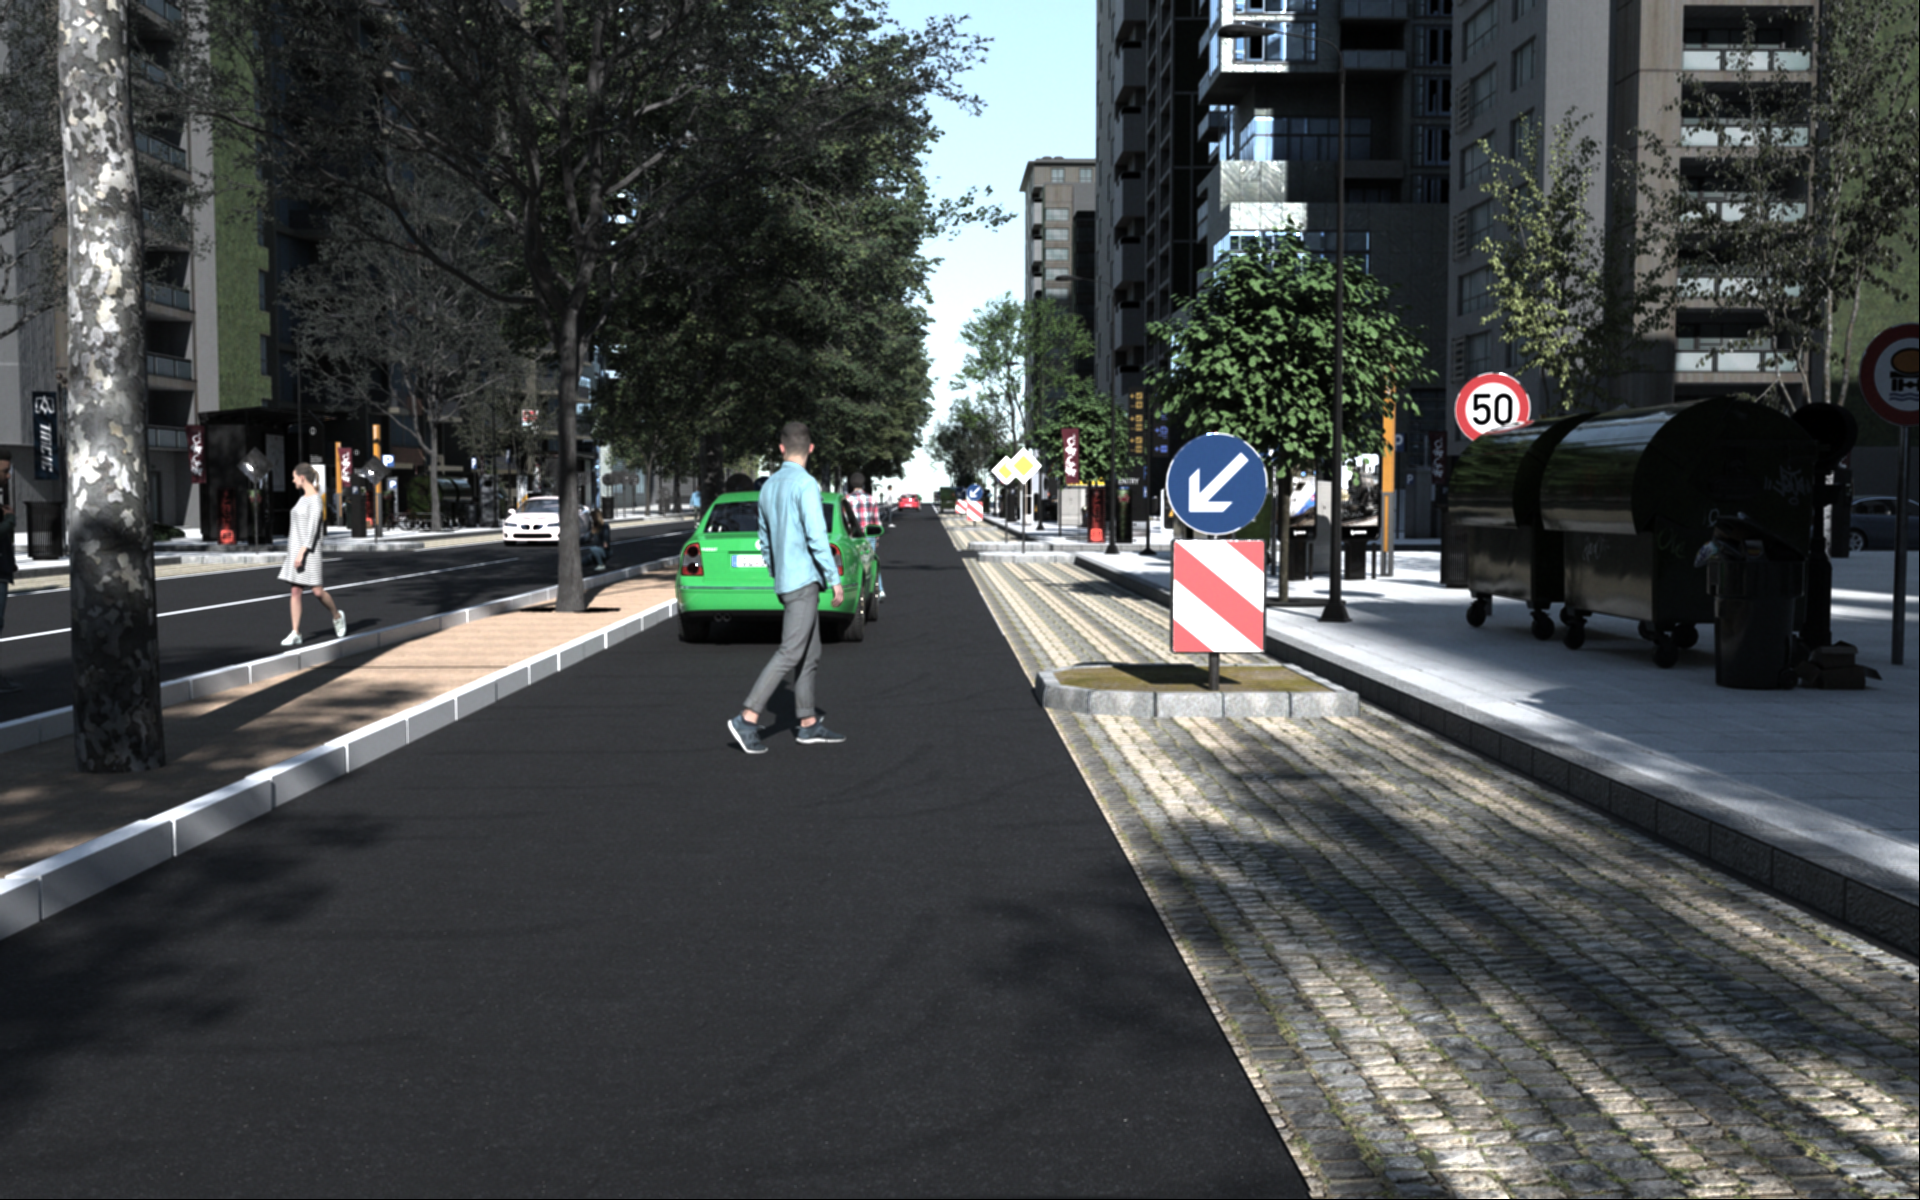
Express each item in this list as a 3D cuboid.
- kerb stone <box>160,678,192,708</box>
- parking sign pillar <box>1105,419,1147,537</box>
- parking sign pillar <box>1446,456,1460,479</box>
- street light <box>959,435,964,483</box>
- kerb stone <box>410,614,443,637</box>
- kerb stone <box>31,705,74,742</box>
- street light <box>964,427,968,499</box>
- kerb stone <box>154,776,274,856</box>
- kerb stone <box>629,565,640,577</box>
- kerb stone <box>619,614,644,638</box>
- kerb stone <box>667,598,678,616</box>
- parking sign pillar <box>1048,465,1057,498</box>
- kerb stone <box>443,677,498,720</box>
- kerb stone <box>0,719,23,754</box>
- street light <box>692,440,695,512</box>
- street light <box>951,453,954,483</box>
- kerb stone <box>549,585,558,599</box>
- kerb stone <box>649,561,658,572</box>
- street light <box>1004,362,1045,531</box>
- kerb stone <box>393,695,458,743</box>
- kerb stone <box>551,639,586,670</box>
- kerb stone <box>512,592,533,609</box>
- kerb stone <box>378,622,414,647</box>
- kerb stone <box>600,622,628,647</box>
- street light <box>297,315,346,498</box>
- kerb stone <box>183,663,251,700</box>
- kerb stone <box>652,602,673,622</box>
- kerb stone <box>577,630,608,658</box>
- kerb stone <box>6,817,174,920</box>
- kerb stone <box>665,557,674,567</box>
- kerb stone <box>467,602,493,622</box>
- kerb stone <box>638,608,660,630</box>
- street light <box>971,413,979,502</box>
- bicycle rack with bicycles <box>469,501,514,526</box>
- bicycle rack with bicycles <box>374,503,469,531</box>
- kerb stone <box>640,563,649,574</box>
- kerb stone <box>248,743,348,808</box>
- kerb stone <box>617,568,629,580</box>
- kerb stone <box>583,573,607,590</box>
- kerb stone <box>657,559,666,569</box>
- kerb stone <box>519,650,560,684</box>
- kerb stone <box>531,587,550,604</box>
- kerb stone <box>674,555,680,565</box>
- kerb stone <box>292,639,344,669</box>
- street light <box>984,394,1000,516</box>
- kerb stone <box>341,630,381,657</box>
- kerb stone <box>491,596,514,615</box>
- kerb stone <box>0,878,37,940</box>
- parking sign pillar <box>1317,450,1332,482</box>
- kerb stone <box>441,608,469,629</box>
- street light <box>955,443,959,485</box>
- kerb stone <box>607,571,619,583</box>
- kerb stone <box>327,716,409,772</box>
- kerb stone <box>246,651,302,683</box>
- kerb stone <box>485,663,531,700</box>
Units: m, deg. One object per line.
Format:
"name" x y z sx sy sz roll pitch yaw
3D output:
"kerb stone" -5.368 0.657 11.450 0.120 0.150 1.000 0 4 -1
"parking sign pillar" 5.063 -3.920 52.561 1.447 3.967 1.447 2 4 32
"parking sign pillar" 20.784 -5.231 73.996 1.447 3.967 1.447 -1 4 -18
"street light" 0.892 -10.016 136.309 1.470 5.913 1.316 0 4 -1
"kerb stone" -5.484 0.282 17.599 0.120 0.150 1.000 0 4 -1
"kerb stone" -5.337 0.722 10.425 0.120 0.150 1.000 0 4 -1
"street light" 1.186 -8.984 119.425 1.470 5.913 1.316 0 4 -1
"kerb stone" -3.172 0.915 7.347 0.120 0.150 1.000 0 4 -1
"kerb stone" -5.713 -0.470 29.901 0.120 0.150 1.000 0 4 -1
"kerb stone" -3.377 0.281 17.602 0.120 0.150 1.000 0 4 -1
"kerb stone" -3.438 0.093 20.680 0.120 0.150 1.000 0 4 -1
"parking sign pillar" 6.543 -7.791 115.847 1.447 3.967 1.447 1 4 13
"kerb stone" -3.255 0.657 11.454 0.120 0.150 1.000 0 4 -1
"kerb stone" -5.316 0.784 9.403 0.120 0.150 1.000 0 4 -1
"street light" -18.068 -9.090 121.168 1.470 5.913 1.316 0 4 -1
"street light" 0.038 -12.496 176.843 1.470 5.913 1.316 0 4 -1
"kerb stone" -5.597 -0.095 23.746 0.120 0.150 1.000 0 4 -1
"kerb stone" -5.759 -0.597 31.950 0.120 0.150 1.000 0 4 -1
"street light" 2.296 -5.405 60.907 1.470 5.913 1.316 0 4 -1
"kerb stone" -3.238 0.722 10.430 0.120 0.150 1.000 0 4 -1
"kerb stone" -3.315 0.469 14.530 0.120 0.150 1.000 0 4 -1
"kerb stone" -5.558 0.030 21.699 0.120 0.150 1.000 0 4 -1
"kerb stone" -5.457 0.344 16.577 0.120 0.150 1.000 0 4 -1
"kerb stone" -3.351 0.344 16.574 0.120 0.150 1.000 0 4 -1
"street light" -16.599 -4.433 45.018 1.470 5.913 1.316 0 4 -1
"kerb stone" -5.381 0.594 12.479 0.120 0.150 1.000 0 4 -1
"kerb stone" -3.424 0.156 19.649 0.120 0.150 1.000 0 4 -1
"kerb stone" -3.341 0.406 15.552 0.120 0.150 1.000 0 4 -1
"kerb stone" -3.158 0.971 6.325 0.120 0.150 1.000 0 4 -1
"kerb stone" -5.807 -0.722 34.000 0.120 0.150 1.000 0 4 -1
"kerb stone" -5.515 0.155 19.654 0.120 0.150 1.000 0 4 -1
"kerb stone" -3.395 0.219 18.627 0.120 0.150 1.000 0 4 -1
"street light" 1.490 -7.791 99.918 1.470 5.913 1.316 0 4 -1
"bicycle rack with bicycles" -19.354 -3.492 70.483 2.852 0.926 2.925 -2 4 -24
"bicycle rack with bicycles" -19.062 -2.928 61.258 2.925 0.926 2.852 -1 4 -12
"kerb stone" -5.740 -0.534 30.923 0.120 0.150 1.000 0 4 -1
"kerb stone" -3.201 0.849 8.379 0.120 0.150 1.000 0 4 -1
"kerb stone" -5.702 -0.407 28.874 0.120 0.150 1.000 0 4 -1
"kerb stone" -5.661 -0.283 26.828 0.120 0.150 1.000 0 4 -1
"kerb stone" -5.775 -0.655 32.972 0.120 0.150 1.000 0 4 -1
"kerb stone" -3.303 0.532 13.508 0.120 0.150 1.000 0 4 -1
"kerb stone" -5.580 -0.032 22.724 0.120 0.150 1.000 0 4 -1
"kerb stone" -5.814 -0.785 35.023 0.120 0.150 1.000 0 4 -1
"kerb stone" -5.421 0.469 14.525 0.120 0.150 1.000 0 4 -1
"street light" 1.962 -6.598 80.414 1.470 5.913 1.316 0 4 -1
"kerb stone" -5.443 0.407 15.549 0.120 0.150 1.000 0 4 -1
"kerb stone" -5.538 0.093 20.677 0.120 0.150 1.000 0 4 -1
"kerb stone" -3.136 1.037 5.302 0.120 0.150 1.000 0 4 -1
"parking sign pillar" 15.809 -5.346 75.878 1.447 3.967 1.447 0 4 5
"kerb stone" -5.500 0.218 18.624 0.120 0.150 1.000 0 4 -1
"street light" 0.490 -11.275 156.881 1.470 5.913 1.316 0 4 -1
"kerb stone" -5.678 -0.344 27.851 0.120 0.150 1.000 0 4 -1
"kerb stone" -3.218 0.782 9.406 0.120 0.150 1.000 0 4 -1
"kerb stone" -5.396 0.535 13.503 0.120 0.150 1.000 0 4 -1
"kerb stone" -3.284 0.595 12.476 0.120 0.150 1.000 0 4 -1
